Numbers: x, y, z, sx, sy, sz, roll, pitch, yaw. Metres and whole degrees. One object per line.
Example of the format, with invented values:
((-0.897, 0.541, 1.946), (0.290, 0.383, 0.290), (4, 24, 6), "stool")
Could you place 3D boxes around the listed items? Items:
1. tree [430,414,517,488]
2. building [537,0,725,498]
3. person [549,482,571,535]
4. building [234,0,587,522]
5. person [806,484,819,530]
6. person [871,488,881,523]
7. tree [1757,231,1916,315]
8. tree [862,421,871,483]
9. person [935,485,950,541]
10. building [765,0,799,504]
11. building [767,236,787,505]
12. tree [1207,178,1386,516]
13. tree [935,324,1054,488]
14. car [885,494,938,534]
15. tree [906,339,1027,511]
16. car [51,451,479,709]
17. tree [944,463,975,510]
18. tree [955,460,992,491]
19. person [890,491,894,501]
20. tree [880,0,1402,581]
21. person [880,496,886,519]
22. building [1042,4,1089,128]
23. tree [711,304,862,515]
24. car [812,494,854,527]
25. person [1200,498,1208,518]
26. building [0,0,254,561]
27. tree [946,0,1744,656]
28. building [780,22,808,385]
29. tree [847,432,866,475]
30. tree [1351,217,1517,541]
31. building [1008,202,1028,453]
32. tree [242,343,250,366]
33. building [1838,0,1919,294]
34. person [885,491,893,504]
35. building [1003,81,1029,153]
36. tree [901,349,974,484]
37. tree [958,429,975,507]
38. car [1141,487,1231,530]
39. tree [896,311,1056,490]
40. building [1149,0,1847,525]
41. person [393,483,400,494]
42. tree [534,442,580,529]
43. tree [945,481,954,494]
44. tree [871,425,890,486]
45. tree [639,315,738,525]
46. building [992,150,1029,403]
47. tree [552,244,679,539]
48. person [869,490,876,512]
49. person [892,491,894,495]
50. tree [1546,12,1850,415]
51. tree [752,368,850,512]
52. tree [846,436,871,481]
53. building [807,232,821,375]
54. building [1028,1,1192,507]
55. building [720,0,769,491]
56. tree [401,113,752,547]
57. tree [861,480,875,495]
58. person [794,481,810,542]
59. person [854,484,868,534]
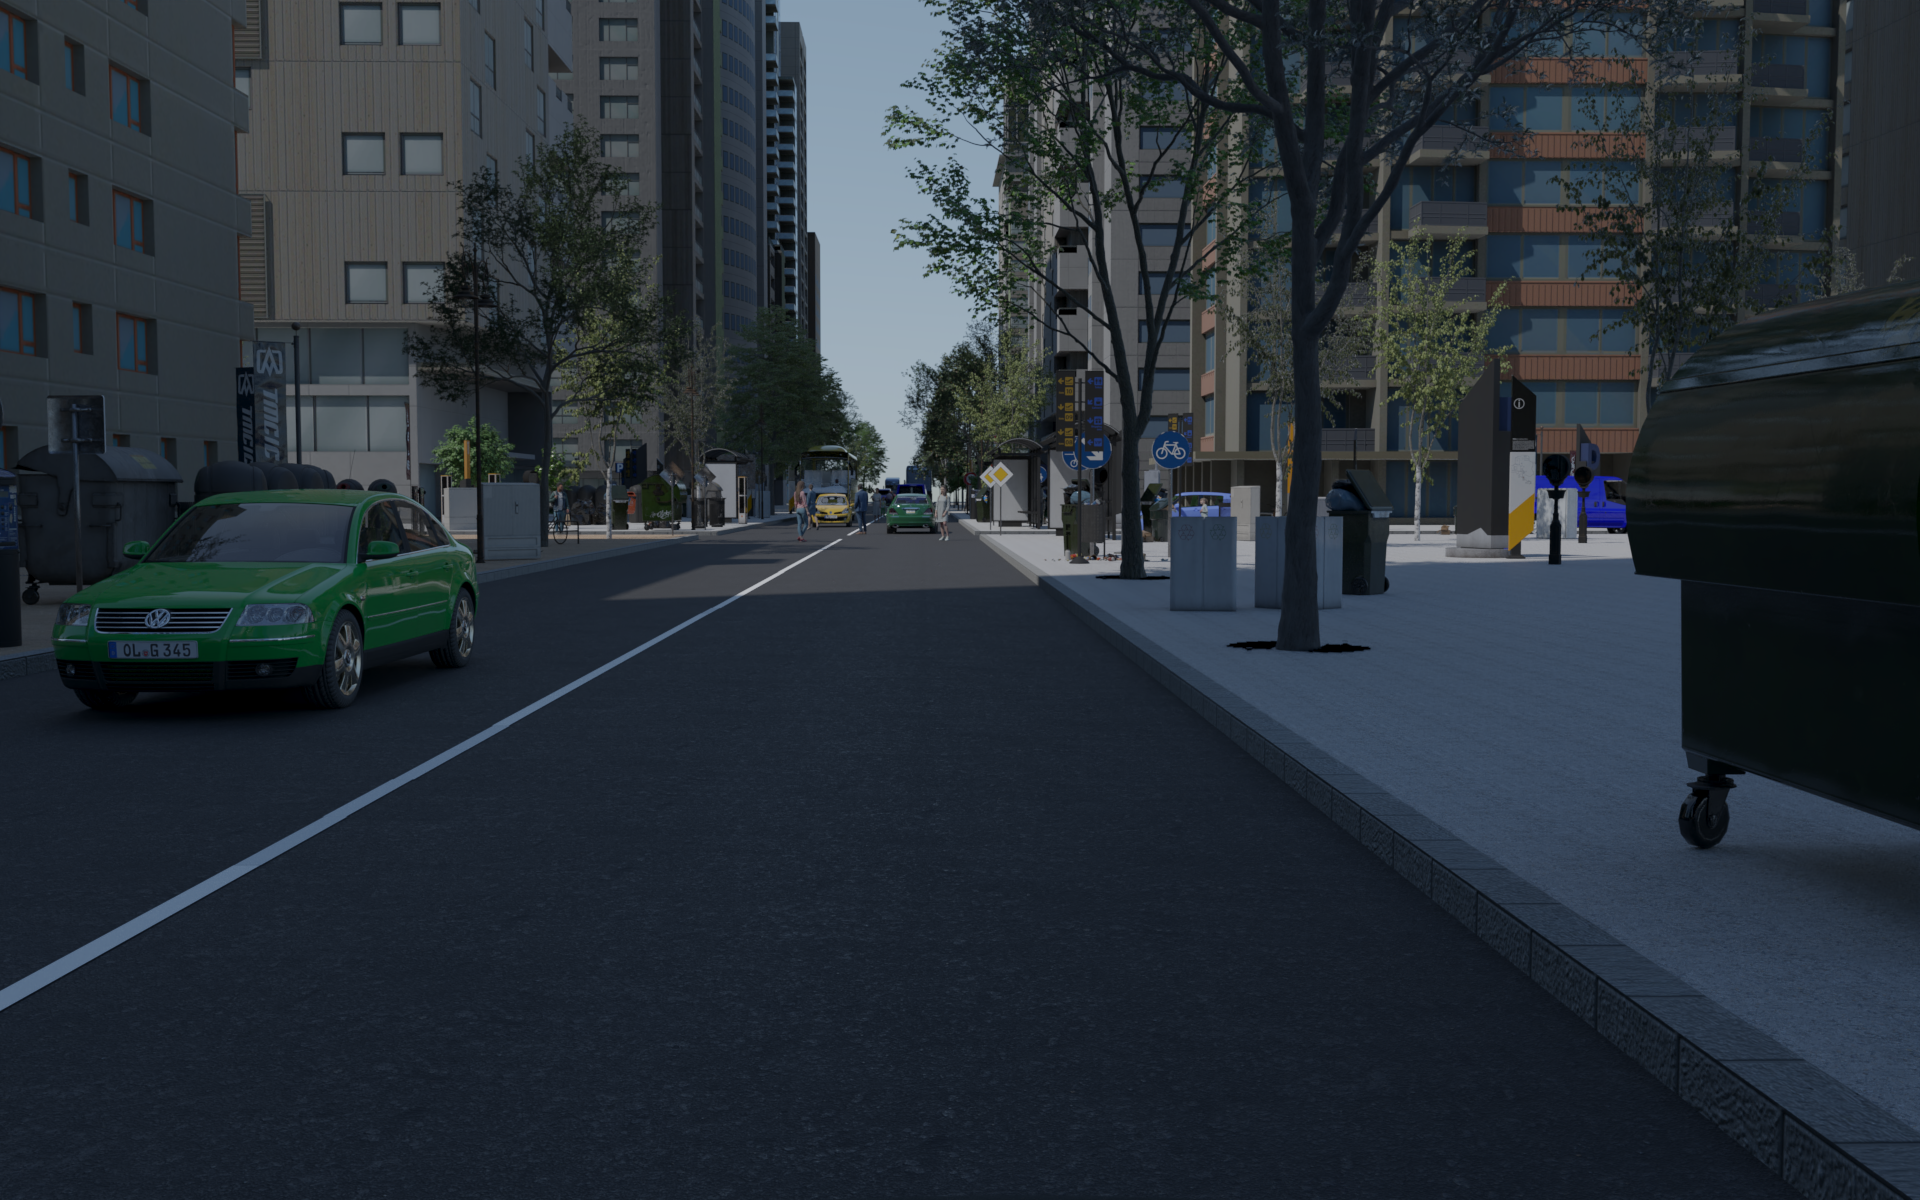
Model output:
((-19.971, -5.348, 71.159), (4.285, 4.588, 4.351), (0, 3, 0), "tree")
((-24.486, -26.808, 121.897), (14.154, 41.232, 14.086), (0, 4, -1), "building")
((-13.259, -3.002, 57.570), (0.794, 1.824, 0.713), (-1, 4, -15), "person")
((-34.710, -30.336, 85.238), (28.713, 52.752, 27.495), (0, 4, -1), "building")
((-5.857, -3.673, 68.574), (0.581, 1.822, 0.654), (-3, 4, -39), "person")
((-4.217, -4.763, 86.952), (0.480, 1.755, 0.524), (1, 4, 10), "person")
((26.417, -6.145, 50.830), (4.360, 8.622, 3.978), (0, 3, 0), "tree")
((-11.693, -13.080, 131.992), (7.486, 12.596, 7.792), (0, 3, 0), "tree")
((-0.512, -2.693, 53.527), (0.512, 1.701, 0.522), (2, 4, 26), "person")
((-32.706, -56.781, 241.047), (22.319, 86.520, 31.000), (0, 4, -1), "building")
((-26.922, -25.727, 192.337), (14.160, 30.474, 14.107), (0, 4, -1), "building")
((7.883, -5.562, 41.302), (4.360, 8.622, 3.978), (0, 3, 0), "tree")
((2.038, -7.611, 74.810), (4.737, 8.622, 4.395), (0, 3, 0), "tree")
((-1.743, -3.196, 64.045), (2.131, 1.459, 4.920), (0, 4, 0), "car")
((0.745, -12.913, 128.129), (9.611, 12.733, 9.660), (0, 3, 0), "tree")
((-4.971, -0.255, 12.961), (1.959, 1.807, 4.718), (0, 4, 0), "car")
((0.259, -9.537, 139.649), (4.285, 4.588, 4.351), (0, 3, 0), "tree")
((1.099, -6.233, 96.507), (1.663, 3.219, 1.824), (0, 3, 0), "tree")
((-7.438, -10.771, 185.161), (0.990, 1.755, 0.434), (-2, 4, -30), "person")
((2.664, -6.128, 25.948), (9.928, 11.665, 9.643), (0, 3, 0), "tree")
((-4.512, -5.426, 101.464), (0.306, 1.304, 0.590), (-1, 4, -18), "person")
((21.901, -35.063, 162.513), (28.713, 52.752, 27.495), (0, 4, -1), "building")
((-10.933, -11.367, 103.975), (7.486, 12.596, 7.792), (0, 3, 0), "tree")
((-5.622, -4.039, 76.267), (2.015, 1.641, 3.980), (0, 4, -2), "car")
((7.942, -2.675, 56.510), (0.394, 1.301, 0.425), (-2, 4, -29), "person")
((-31.365, -11.178, 27.804), (28.899, 21.520, 27.650), (0, 4, -1), "building")
((2.904, -6.325, 13.785), (12.009, 13.543, 11.850), (0, 3, 0), "tree")
((-31.906, -50.752, 268.054), (20.563, 71.187, 20.611), (0, 4, -1), "building")
((-12.938, -15.595, 205.345), (4.360, 8.622, 3.978), (0, 3, 0), "tree")
((12.731, -5.915, 47.075), (4.737, 8.622, 4.395), (0, 3, 0), "tree")
((13.660, -34.069, 240.615), (14.154, 41.232, 14.086), (0, 4, -1), "building")
((-29.635, -7.205, 68.160), (4.737, 8.622, 4.395), (0, 3, 0), "tree")
((59.828, -30.177, 82.626), (27.495, 52.752, 28.713), (0, 4, -1), "building")
((-6.051, -8.568, 149.526), (0.756, 1.711, 0.436), (3, 5, 41), "person")
((15.521, -51.787, 284.961), (20.563, 71.187, 20.611), (0, 4, -1), "building")
((-0.506, -22.444, 222.846), (12.611, 20.169, 13.585), (0, 3, 0), "tree")
((0.499, -13.367, 168.909), (4.360, 8.622, 3.978), (0, 3, 0), "tree")
((7.672, -2.993, 58.530), (3.694, 1.707, 1.945), (0, 4, -2), "car")
((0.946, -9.444, 88.830), (8.767, 10.594, 7.601), (-1, 4, -11), "tree")
((23.707, -26.000, 79.717), (28.867, 44.769, 22.147), (0, 4, -1), "building")
((-17.994, -2.835, 55.034), (0.511, 1.800, 0.466), (-1, 4, -16), "person")
((-14.921, -4.261, 64.262), (1.663, 3.219, 1.824), (0, 3, 0), "tree")
((-1.094, -11.418, 181.282), (1.663, 3.219, 1.824), (0, 3, 0), "tree")
((-14.369, -21.262, 265.758), (7.486, 12.596, 7.792), (0, 3, 0), "tree")
((-10.862, -7.342, 70.406), (4.360, 8.622, 3.978), (0, 3, 0), "tree")
((19.737, -41.104, 261.284), (28.713, 52.752, 27.495), (0, 4, -1), "building")
((-10.101, -6.087, 49.891), (4.737, 8.622, 4.395), (0, 3, 0), "tree")
((-6.981, -7.956, 139.030), (0.568, 1.767, 0.683), (0, 4, -1), "person")
((-7.239, -11.006, 189.185), (0.721, 1.736, 1.217), (0, 4, -4), "person")
((11.072, -4.659, 26.545), (4.360, 8.622, 3.978), (0, 3, 0), "tree")
((-11.631, -11.442, 121.481), (8.767, 10.594, 7.601), (-3, 4, -36), "tree")
((-13.153, -16.065, 213.029), (4.737, 8.622, 4.395), (0, 3, 0), "tree")
((-30.319, -38.908, 286.254), (14.600, 45.320, 14.200), (0, 4, -1), "building")
((17.982, -39.637, 190.061), (21.231, 58.520, 28.212), (0, 4, -1), "building")
((-30.679, -38.392, 169.705), (21.231, 58.520, 28.212), (0, 4, -1), "building")
((-9.824, -6.574, 41.900), (7.601, 10.594, 8.767), (-1, 4, -19), "tree")
((-14.936, -17.794, 285.528), (1.663, 3.219, 1.824), (0, 3, 0), "tree")
((-4.698, -2.639, 51.651), (0.555, 1.821, 0.388), (2, 4, 35), "person")
((-3.502, -3.240, 61.656), (0.419, 1.800, 0.721), (3, 5, 40), "person")
